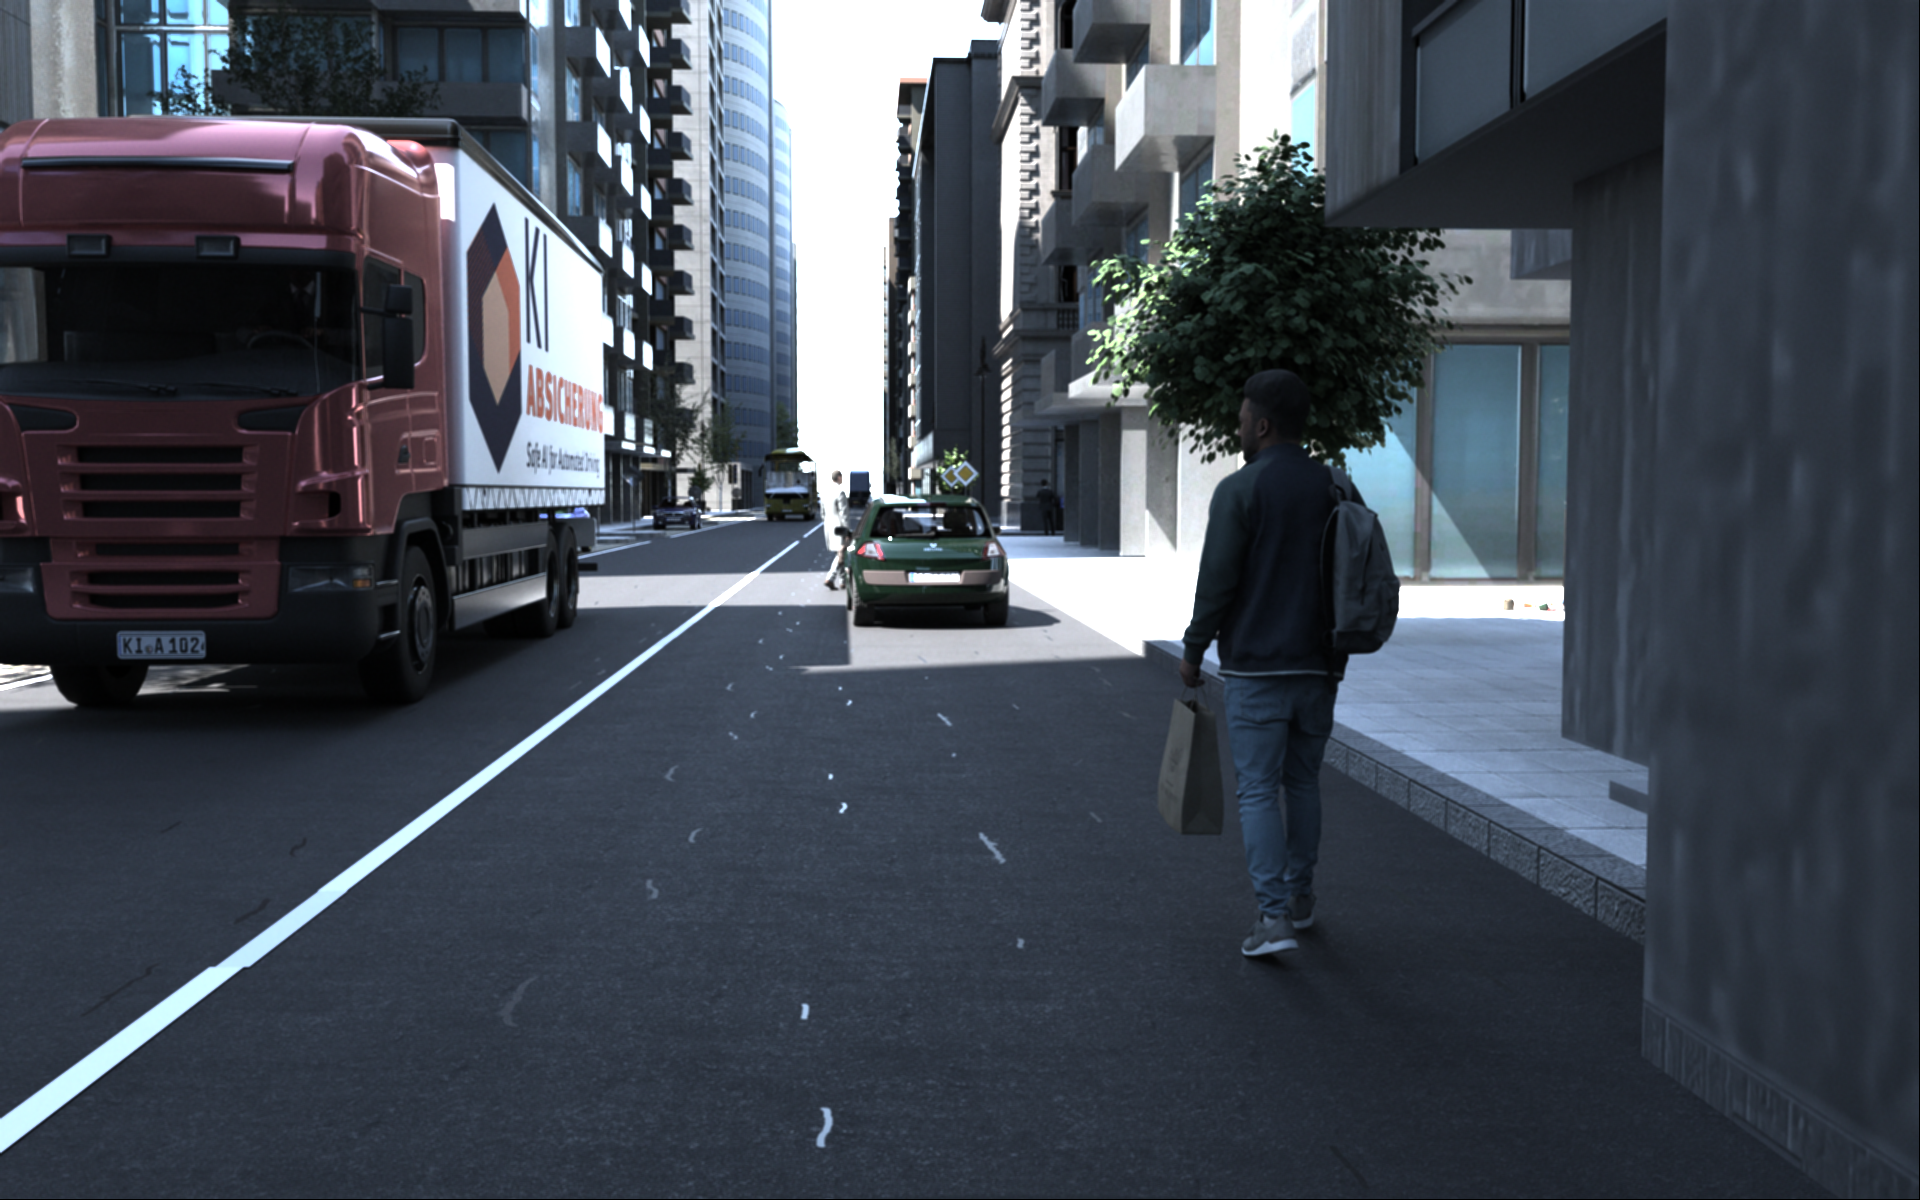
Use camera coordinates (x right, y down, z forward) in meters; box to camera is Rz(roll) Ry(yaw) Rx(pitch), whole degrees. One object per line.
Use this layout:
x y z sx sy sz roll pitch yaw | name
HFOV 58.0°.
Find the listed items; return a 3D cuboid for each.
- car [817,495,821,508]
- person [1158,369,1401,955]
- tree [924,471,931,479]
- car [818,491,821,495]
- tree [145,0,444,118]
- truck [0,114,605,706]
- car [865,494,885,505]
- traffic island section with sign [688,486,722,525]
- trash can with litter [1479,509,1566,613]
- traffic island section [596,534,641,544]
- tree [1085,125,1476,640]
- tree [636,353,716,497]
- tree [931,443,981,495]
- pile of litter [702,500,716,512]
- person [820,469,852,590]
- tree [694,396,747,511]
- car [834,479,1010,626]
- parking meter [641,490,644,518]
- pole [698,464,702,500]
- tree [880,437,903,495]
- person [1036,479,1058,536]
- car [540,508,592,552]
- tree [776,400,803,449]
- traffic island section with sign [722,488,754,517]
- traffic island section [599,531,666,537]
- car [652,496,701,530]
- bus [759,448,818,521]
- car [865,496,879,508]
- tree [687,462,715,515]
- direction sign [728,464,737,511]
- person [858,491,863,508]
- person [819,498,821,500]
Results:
-12.761 -8.570 152.694 1.945 1.354 3.894 0 4 -4 | car
0.962 0.184 5.482 0.794 1.824 0.713 0 4 -2 | person
-0.466 -4.791 72.935 1.663 3.219 1.824 0 3 0 | tree
-16.295 -12.118 206.794 2.281 1.827 5.304 0 4 -4 | car
-12.494 -5.996 32.444 8.767 10.594 7.601 1 4 15 | tree
-5.103 -1.607 15.183 2.839 4.237 11.283 0 4 -4 | truck
-5.795 -6.819 123.500 2.014 1.417 4.499 0 4 -3 | car
-12.293 -4.402 80.594 1.989 1.847 2.006 0 4 -3 | traffic island section with sign
6.580 -0.506 19.325 2.233 1.210 1.678 -2 4 -26 | trash can with litter
-10.589 -1.732 50.597 2.009 0.180 2.903 0 4 -3 | traffic island section
2.901 -1.944 15.504 4.285 4.588 4.351 0 3 0 | tree
-15.099 -8.615 91.219 4.360 8.622 3.978 0 3 0 | tree
-0.039 -4.342 65.587 1.663 3.219 1.824 0 3 0 | tree
-18.749 -6.910 126.948 1.719 0.858 1.176 0 4 -4 | pile of litter
-1.797 -1.064 26.002 0.767 1.812 0.694 -3 5 -40 | person
-17.778 -10.885 128.325 4.737 8.622 4.395 0 3 0 | tree
-0.455 -0.640 20.252 2.009 1.686 4.222 0 4 -5 | car
-17.103 -5.148 92.575 0.372 1.533 0.369 0 3 0 | parking meter
-17.559 -7.526 116.887 0.158 3.312 0.155 0 3 0 | pole
-8.013 -16.541 220.802 4.360 8.622 3.978 0 3 0 | tree
2.720 -2.857 54.575 0.648 1.900 0.474 -1 4 -18 | person
-9.845 -1.936 41.247 1.945 1.707 3.694 0 4 -3 | car
-22.576 -17.827 209.592 7.486 12.596 7.792 0 3 0 | tree
-13.868 -6.079 108.025 1.989 1.847 2.006 0 4 -3 | traffic island section with sign
-11.042 -2.219 58.569 2.009 0.180 2.903 0 4 -3 | traffic island section
-11.472 -3.533 70.337 1.945 1.354 3.894 0 4 -4 | car
-9.418 -6.450 97.006 2.896 3.916 12.252 0 4 -3 | bus
-5.164 -6.078 111.958 1.945 1.354 3.894 0 4 -1 | car
-15.648 -6.739 104.792 1.663 3.219 1.824 0 3 0 | tree
-17.317 -8.564 132.010 0.379 3.537 0.876 3 4 37 | direction sign
-9.930 -10.057 173.454 0.617 1.759 0.750 -1 4 -20 | person
-11.343 -8.454 146.817 1.348 1.812 0.705 2 4 25 | person
